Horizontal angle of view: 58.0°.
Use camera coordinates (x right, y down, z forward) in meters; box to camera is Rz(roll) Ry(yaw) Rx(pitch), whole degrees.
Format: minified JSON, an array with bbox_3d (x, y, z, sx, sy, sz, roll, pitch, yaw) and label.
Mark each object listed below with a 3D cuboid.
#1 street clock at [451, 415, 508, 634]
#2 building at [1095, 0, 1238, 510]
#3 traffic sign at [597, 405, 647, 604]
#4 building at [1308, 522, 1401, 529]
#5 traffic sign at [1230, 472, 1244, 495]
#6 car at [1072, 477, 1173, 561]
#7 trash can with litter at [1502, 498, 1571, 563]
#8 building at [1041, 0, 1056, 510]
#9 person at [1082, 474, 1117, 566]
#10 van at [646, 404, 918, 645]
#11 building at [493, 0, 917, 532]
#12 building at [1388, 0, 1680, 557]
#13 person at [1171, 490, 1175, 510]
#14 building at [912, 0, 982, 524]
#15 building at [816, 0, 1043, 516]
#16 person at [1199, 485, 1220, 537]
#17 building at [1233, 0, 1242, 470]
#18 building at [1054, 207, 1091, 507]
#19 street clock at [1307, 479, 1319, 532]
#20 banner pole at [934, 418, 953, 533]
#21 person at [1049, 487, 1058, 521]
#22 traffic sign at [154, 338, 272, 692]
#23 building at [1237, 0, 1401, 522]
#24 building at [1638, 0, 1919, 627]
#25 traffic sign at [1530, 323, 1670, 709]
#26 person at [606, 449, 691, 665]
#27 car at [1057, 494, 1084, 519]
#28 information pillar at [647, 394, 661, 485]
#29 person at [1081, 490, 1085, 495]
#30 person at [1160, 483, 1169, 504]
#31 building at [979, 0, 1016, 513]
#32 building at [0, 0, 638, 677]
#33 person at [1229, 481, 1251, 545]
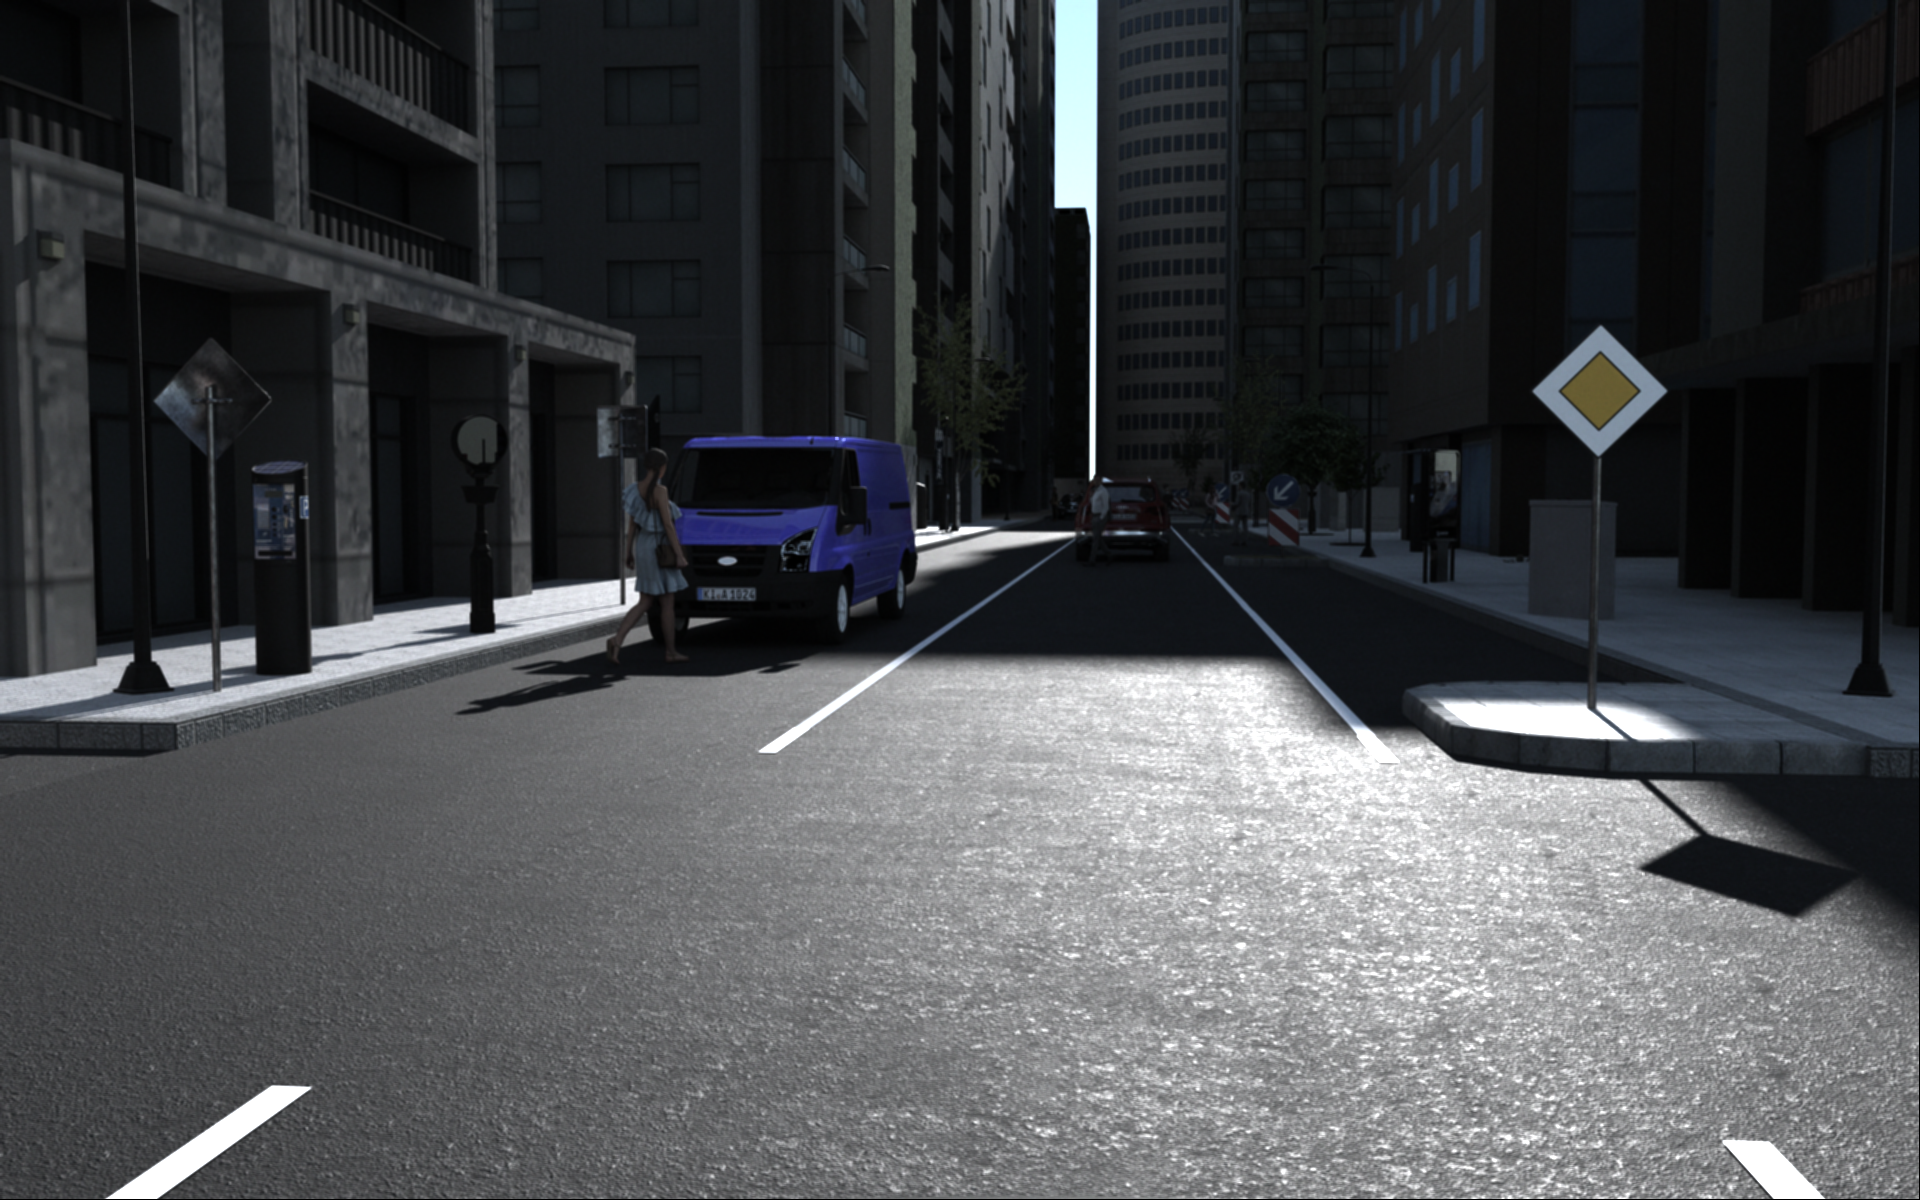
[{"bbox_3d":[-4.421,-0.698,15.977,0.471,2.002,0.358,-2,4,-29],"label":"street clock"},{"bbox_3d":[28.186,-38.921,178.351,28.212,58.520,21.231,0,4,6],"label":"building"},{"bbox_3d":[-3.913,-1.097,20.059,0.606,2.300,0.079,1,4,12],"label":"traffic sign"},{"bbox_3d":[21.025,-18.203,69.326,14.160,30.474,14.107,0,4,6],"label":"building"},{"bbox_3d":[12.374,-4.605,77.420,0.606,2.300,0.079,1,4,9],"label":"traffic sign"},{"bbox_3d":[3.634,-1.837,38.707,2.281,1.827,5.304,0,4,5],"label":"car"},{"bbox_3d":[11.141,-1.345,33.051,2.233,1.210,1.678,-2,4,-26],"label":"trash can with litter"},{"bbox_3d":[-5.972,-37.211,150.402,28.212,58.520,21.231,0,4,6],"label":"building"},{"bbox_3d":[2.760,-1.583,34.475,0.850,1.850,0.679,-2,4,-26],"label":"person"},{"bbox_3d":[-1.793,-0.853,18.334,2.240,2.365,5.245,0,4,7],"label":"van"},{"bbox_3d":[-9.172,-22.530,51.968,14.154,41.232,14.086,0,4,6],"label":"building"},{"bbox_3d":[18.228,-23.847,40.012,14.600,45.320,14.200,0,4,6],"label":"building"},{"bbox_3d":[18.600,-8.740,151.365,0.705,1.831,1.348,2,4,26],"label":"person"},{"bbox_3d":[-6.690,-18.502,74.213,14.160,30.474,14.107,0,4,6],"label":"building"},{"bbox_3d":[-1.619,-26.796,121.711,14.154,41.232,14.086,0,4,6],"label":"building"},{"bbox_3d":[8.416,-3.023,58.509,0.643,1.750,0.593,3,4,36],"label":"person"},{"bbox_3d":[32.609,-32.186,115.487,28.713,52.752,27.495,0,4,6],"label":"building"},{"bbox_3d":[6.262,-24.803,177.229,14.107,30.474,14.160,0,4,6],"label":"building"},{"bbox_3d":[11.913,-3.303,58.566,0.471,2.002,0.358,-3,5,-40],"label":"street clock"},{"bbox_3d":[-0.581,-4.078,56.699,0.401,3.779,0.863,3,4,36],"label":"banner pole"},{"bbox_3d":[5.007,-5.121,92.324,0.705,1.812,1.348,-1,4,-10],"label":"person"},{"bbox_3d":[-4.825,-0.462,11.195,0.795,2.450,0.064,0,4,6],"label":"traffic sign"},{"bbox_3d":[22.515,-19.855,96.330,14.160,30.474,14.107,0,4,6],"label":"building"},{"bbox_3d":[22.773,-22.193,17.484,28.867,44.769,22.147,0,4,6],"label":"building"},{"bbox_3d":[3.771,-0.406,10.284,0.795,2.450,0.064,0,4,6],"label":"traffic sign"},{"bbox_3d":[-2.566,-0.360,14.488,0.778,1.811,0.616,-3,5,-43],"label":"person"},{"bbox_3d":[6.510,-5.455,98.979,2.009,1.686,4.222,0,4,7],"label":"car"},{"bbox_3d":[-7.165,-3.012,40.607,0.183,3.616,0.504,1,4,19],"label":"information pillar"},{"bbox_3d":[9.533,-7.608,133.337,0.683,1.767,0.568,0,4,-4],"label":"person"},{"bbox_3d":[7.878,-3.571,66.687,0.447,1.846,0.655,-1,4,-13],"label":"person"},{"bbox_3d":[-10.980,-31.297,100.948,28.713,52.752,27.495,0,4,6],"label":"building"},{"bbox_3d":[-15.606,-35.657,21.237,20.563,71.187,20.611,0,4,6],"label":"building"},{"bbox_3d":[7.829,-2.434,48.492,0.606,1.804,0.583,-3,5,-43],"label":"person"}]
